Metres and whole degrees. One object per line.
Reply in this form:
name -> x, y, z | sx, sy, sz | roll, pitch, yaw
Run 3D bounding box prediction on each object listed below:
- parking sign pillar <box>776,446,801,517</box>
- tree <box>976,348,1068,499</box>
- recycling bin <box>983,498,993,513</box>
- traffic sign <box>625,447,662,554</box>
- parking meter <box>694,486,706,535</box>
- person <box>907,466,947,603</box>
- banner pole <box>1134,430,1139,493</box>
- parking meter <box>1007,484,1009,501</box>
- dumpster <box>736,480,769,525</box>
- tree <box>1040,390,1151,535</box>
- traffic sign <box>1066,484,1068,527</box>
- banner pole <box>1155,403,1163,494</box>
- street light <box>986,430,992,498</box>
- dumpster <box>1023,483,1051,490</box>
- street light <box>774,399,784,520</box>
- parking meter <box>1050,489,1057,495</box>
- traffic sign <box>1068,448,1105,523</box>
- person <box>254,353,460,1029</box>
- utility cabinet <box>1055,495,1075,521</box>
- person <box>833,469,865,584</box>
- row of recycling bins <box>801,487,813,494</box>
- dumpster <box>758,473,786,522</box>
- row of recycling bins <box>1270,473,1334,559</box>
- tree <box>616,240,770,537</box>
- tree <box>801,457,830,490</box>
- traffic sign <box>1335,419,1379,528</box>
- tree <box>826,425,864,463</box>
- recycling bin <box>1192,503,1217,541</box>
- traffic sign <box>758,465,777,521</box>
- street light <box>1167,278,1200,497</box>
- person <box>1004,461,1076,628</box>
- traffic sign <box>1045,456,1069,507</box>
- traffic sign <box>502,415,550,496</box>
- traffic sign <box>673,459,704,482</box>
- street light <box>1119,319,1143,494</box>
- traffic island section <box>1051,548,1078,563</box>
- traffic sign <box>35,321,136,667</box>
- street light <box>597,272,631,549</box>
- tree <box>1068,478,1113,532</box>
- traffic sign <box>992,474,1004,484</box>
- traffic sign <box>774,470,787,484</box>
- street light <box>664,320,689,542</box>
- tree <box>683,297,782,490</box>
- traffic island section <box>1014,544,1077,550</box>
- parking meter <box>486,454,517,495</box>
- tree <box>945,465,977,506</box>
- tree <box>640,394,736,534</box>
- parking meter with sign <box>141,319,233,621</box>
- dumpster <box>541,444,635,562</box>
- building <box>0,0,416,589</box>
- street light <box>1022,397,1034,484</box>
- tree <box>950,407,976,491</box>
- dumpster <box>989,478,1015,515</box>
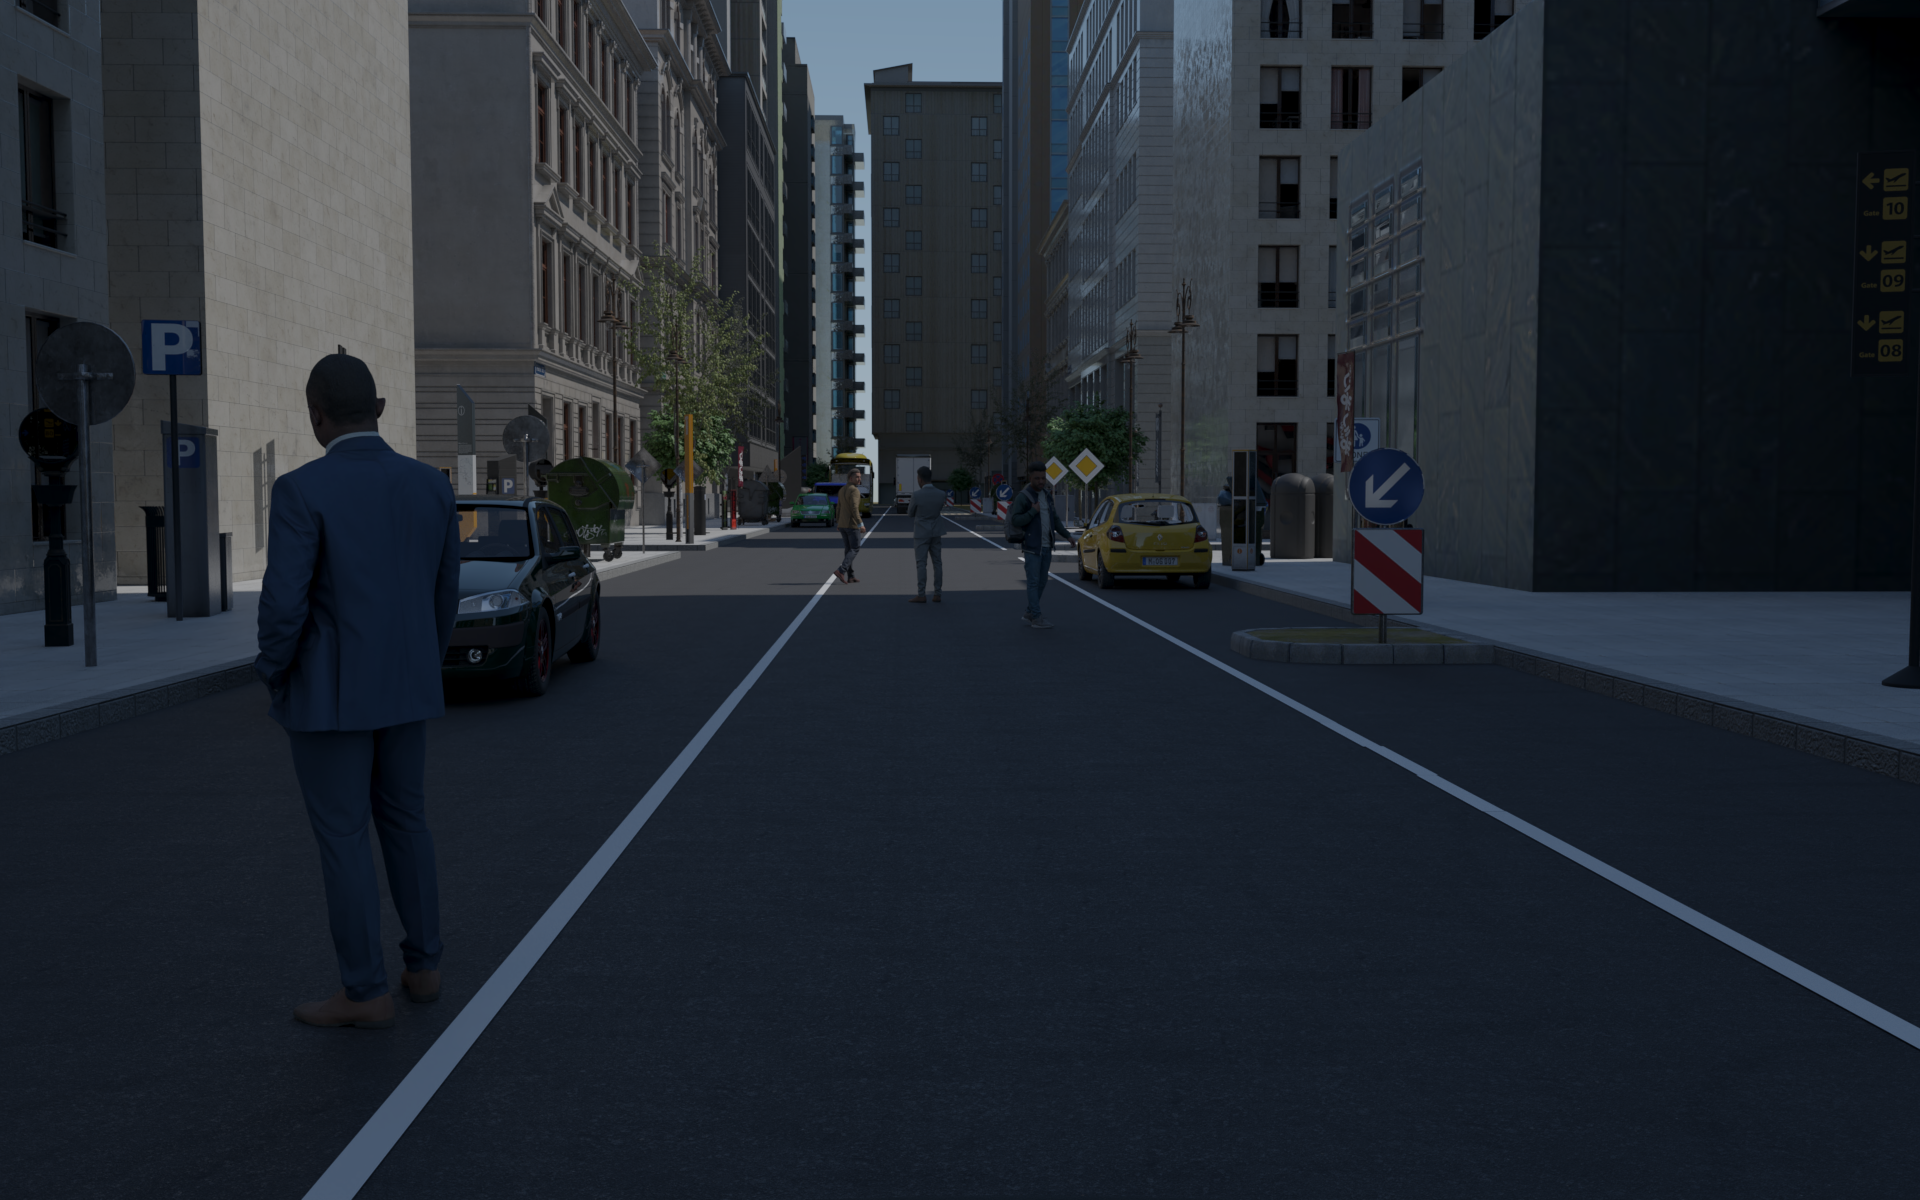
parking sign pillar -> -9.563, -6.627, 96.818 | 1.447, 3.967, 1.447 | -2, 4, -34
tree -> 3.389, -8.336, 86.649 | 4.360, 8.622, 3.978 | 0, 3, 0
recycling bin -> 1.891, -6.322, 115.913 | 0.722, 1.027, 0.722 | 0, 4, 1
traffic sign -> -6.806, -2.054, 37.229 | 0.795, 2.450, 0.064 | 0, 4, -2
parking meter -> -8.084, -2.777, 53.812 | 0.372, 1.533, 0.369 | 0, 3, 0
person -> -0.464, -0.877, 23.016 | 0.511, 1.800, 0.466 | -3, 5, -42
banner pole -> 6.900, -4.746, 67.612 | 0.401, 3.779, 0.863 | 1, 4, 19
parking meter -> 2.696, -5.899, 102.167 | 0.255, 1.863, 0.399 | -2, 4, -28
dumpster -> -8.540, -4.009, 71.313 | 1.264, 1.857, 1.865 | 0, 4, -2
tree -> 4.312, -4.343, 54.724 | 4.285, 4.588, 4.351 | 0, 3, 0
traffic sign -> 4.114, -4.071, 66.665 | 0.768, 2.556, 0.104 | 0, 4, 0
banner pole -> 5.436, -3.515, 47.489 | 0.401, 3.779, 0.863 | 1, 4, 18
street light -> 1.993, -9.008, 120.065 | 0.468, 5.910, 1.993 | 0, 4, -2
dumpster -> 3.534, -4.498, 79.300 | 1.264, 1.857, 1.865 | 0, 4, -2
street light -> -8.807, -6.838, 84.595 | 0.468, 5.910, 1.993 | 0, 4, -2
parking meter -> 4.580, -4.668, 84.727 | 0.372, 1.533, 0.369 | 0, 3, 0
traffic sign -> 2.734, -2.073, 37.532 | 0.795, 2.450, 0.064 | 0, 4, -2
person -> -1.605, 0.243, 4.702 | 0.419, 1.800, 0.721 | 2, 4, 27
utility cabinet -> 4.926, -4.345, 82.207 | 1.020, 1.237, 0.306 | -1, 4, -21
person -> -1.754, -1.180, 27.706 | 0.656, 1.842, 0.836 | 2, 4, 26
row of recycling bins -> -9.503, -5.985, 104.969 | 1.069, 1.692, 3.534 | 0, 4, 1
dumpster -> -8.732, -4.678, 78.972 | 1.502, 2.255, 1.985 | 0, 4, -2
row of recycling bins -> 7.688, -1.719, 35.216 | 3.534, 1.692, 1.069 | -3, 5, -39
tree -> -8.051, -6.154, 50.985 | 4.737, 8.622, 4.395 | 0, 3, 0
tree -> -12.243, -10.260, 151.465 | 4.285, 4.588, 4.351 | 0, 3, 0
traffic sign -> 5.326, -1.295, 23.303 | 0.606, 2.300, 0.079 | 0, 4, 3
tree -> -12.179, -14.236, 183.125 | 4.360, 8.622, 3.978 | 0, 3, 0
recycling bin -> 6.647, -2.162, 47.906 | 0.722, 1.027, 0.722 | -1, 4, -12
traffic sign -> -8.512, -4.680, 76.526 | 0.884, 2.594, 0.081 | 0, 4, 2
street light -> 4.787, -3.940, 37.201 | 0.468, 5.910, 1.993 | 0, 4, -2
person -> 0.823, -0.596, 18.592 | 0.721, 1.781, 0.623 | 2, 4, 34
traffic sign -> 2.462, -2.561, 45.513 | 0.795, 2.450, 0.064 | 0, 4, -2
traffic sign -> -7.000, -1.704, 27.964 | 0.768, 2.556, 0.104 | 0, 4, -1
traffic sign -> -7.078, -2.542, 45.209 | 0.795, 2.450, 0.064 | 0, 4, -2
street light -> 4.520, -4.469, 45.860 | 0.468, 5.910, 1.993 | 0, 4, -2
traffic island section -> 2.757, -0.938, 37.610 | 2.009, 0.180, 2.903 | 0, 4, -2
traffic sign -> -6.471, -0.778, 12.820 | 0.768, 2.556, 0.104 | 0, 4, 3
street light -> -7.233, -3.886, 36.317 | 0.468, 5.910, 1.993 | 0, 4, -2
tree -> 4.502, -3.896, 58.299 | 1.663, 3.219, 1.824 | 0, 3, 0
traffic sign -> 2.366, -6.577, 107.638 | 0.768, 2.556, 0.104 | 0, 4, 3
traffic sign -> -9.337, -5.475, 89.624 | 0.768, 2.556, 0.104 | 0, 4, 7
street light -> -7.536, -4.489, 46.177 | 0.468, 5.910, 1.993 | 0, 4, -2
tree -> -8.862, -7.046, 65.558 | 4.360, 8.622, 3.978 | 0, 3, 0
traffic island section -> 2.485, -1.426, 45.591 | 2.009, 0.180, 2.903 | 0, 4, -2
parking meter -> -6.692, -1.199, 25.317 | 0.255, 1.863, 0.399 | 3, 4, 36
tree -> 0.058, -12.427, 186.902 | 4.285, 4.588, 4.351 | 0, 3, 0
tree -> -8.875, -4.441, 56.329 | 4.285, 4.588, 4.351 | 0, 3, 0
parking meter with sign -> -8.073, -1.345, 18.245 | 0.543, 3.016, 1.738 | -1, 4, -12
dumpster -> -7.161, -1.888, 33.369 | 1.502, 2.255, 1.985 | 0, 4, -2
building -> -19.098, -10.637, 28.664 | 16.860, 20.320, 10.420 | 0, 4, -2
street light -> 3.230, -6.735, 82.899 | 0.468, 5.910, 1.993 | 0, 4, -2
tree -> 1.367, -11.720, 141.980 | 4.360, 8.622, 3.978 | 0, 3, 0
dumpster -> 2.560, -6.300, 105.503 | 1.502, 2.255, 1.985 | 0, 4, -2
